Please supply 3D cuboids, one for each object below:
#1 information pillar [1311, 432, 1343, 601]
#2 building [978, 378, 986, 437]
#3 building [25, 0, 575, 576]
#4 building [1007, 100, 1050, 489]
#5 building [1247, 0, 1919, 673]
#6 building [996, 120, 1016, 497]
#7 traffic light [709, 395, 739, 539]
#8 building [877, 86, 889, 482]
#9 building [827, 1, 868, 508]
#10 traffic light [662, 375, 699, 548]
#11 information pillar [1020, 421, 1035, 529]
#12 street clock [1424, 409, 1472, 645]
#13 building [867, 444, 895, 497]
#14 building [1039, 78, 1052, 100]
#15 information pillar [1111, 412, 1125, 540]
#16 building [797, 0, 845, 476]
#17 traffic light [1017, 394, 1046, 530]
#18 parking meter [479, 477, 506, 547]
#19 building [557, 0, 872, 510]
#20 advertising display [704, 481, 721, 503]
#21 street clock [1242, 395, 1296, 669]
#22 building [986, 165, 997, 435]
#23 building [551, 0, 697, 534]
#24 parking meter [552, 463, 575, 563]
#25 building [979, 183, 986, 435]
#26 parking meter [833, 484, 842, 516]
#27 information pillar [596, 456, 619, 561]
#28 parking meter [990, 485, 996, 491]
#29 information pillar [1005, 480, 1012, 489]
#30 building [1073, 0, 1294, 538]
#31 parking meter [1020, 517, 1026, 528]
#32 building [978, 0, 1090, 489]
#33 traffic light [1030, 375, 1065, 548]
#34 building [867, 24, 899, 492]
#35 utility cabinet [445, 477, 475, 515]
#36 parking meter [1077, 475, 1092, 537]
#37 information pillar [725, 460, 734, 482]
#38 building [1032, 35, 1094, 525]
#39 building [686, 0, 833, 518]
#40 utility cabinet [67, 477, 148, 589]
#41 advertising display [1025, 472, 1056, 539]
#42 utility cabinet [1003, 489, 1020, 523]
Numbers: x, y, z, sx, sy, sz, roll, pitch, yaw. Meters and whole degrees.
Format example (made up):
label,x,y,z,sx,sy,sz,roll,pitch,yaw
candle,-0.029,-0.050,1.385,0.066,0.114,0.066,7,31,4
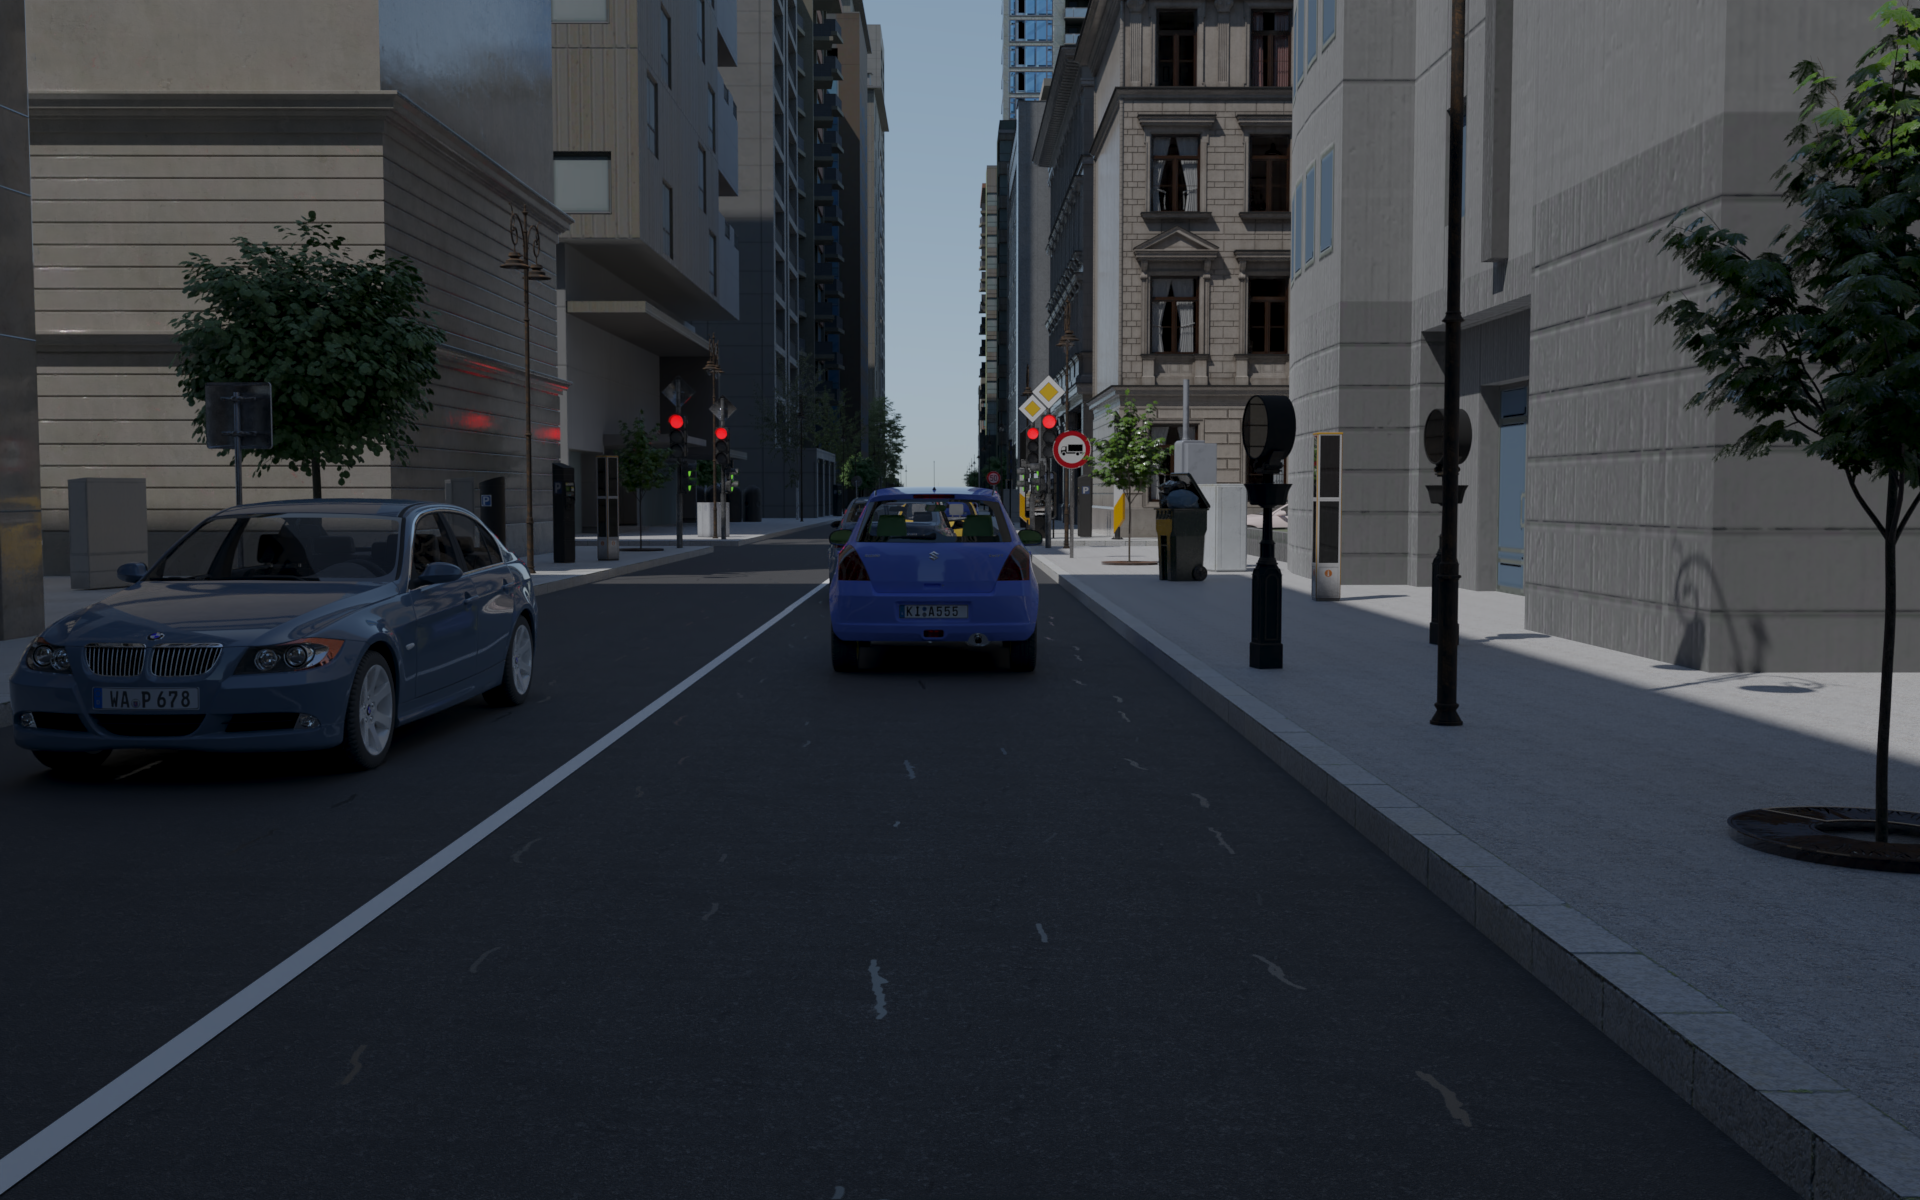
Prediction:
label,x,y,z,sx,sy,sz,roll,pitch,yaw
information pillar,4.403,-0.997,20.787,0.304,2.012,0.304,0,4,1
building,16.840,-25.953,269.374,27.650,21.520,28.899,0,4,0
building,-25.819,-13.085,33.032,34.723,24.649,14.460,0,4,0
building,9.431,-18.124,114.344,12.078,24.808,19.932,0,4,0
building,15.782,-29.522,24.676,21.231,58.520,28.212,0,4,0
building,9.847,-22.343,137.002,14.160,30.474,14.107,0,4,0
traffic light,-6.681,-3.673,48.967,0.839,4.253,0.868,0,4,0
building,-23.763,-38.672,221.527,28.713,52.752,27.495,0,4,0
building,-15.718,-31.154,159.476,14.600,45.320,14.200,0,4,0
traffic light,-6.635,-3.184,40.982,0.839,4.253,0.868,0,4,0
information pillar,2.151,-3.892,54.986,0.504,3.616,0.183,-1,4,-9
street clock,4.131,-0.621,14.720,0.358,2.002,0.471,-1,4,-9
building,-25.571,-33.989,247.595,32.217,40.220,23.993,0,4,0
building,19.204,-28.373,155.774,32.217,40.220,23.993,0,4,0
information pillar,4.472,-3.502,48.612,0.183,3.616,0.504,-2,4,-27
building,-20.756,-29.562,137.970,22.147,44.769,28.867,0,4,0
traffic light,2.030,-3.677,49.034,0.839,4.253,0.868,0,4,0
parking meter,-6.770,-1.020,25.082,0.372,1.533,0.369,0,3,0
building,-23.986,-36.158,180.415,28.713,52.752,27.495,0,4,0
advertising display,-12.594,-5.089,88.419,0.974,1.923,0.123,0,4,7
street clock,2.259,-0.499,12.723,0.358,2.002,0.471,-1,4,-14
building,10.218,-32.678,217.878,14.154,41.232,14.086,0,4,0
building,-22.721,-28.904,61.812,28.713,52.752,27.495,0,4,0
parking meter,-7.368,-1.622,32.233,0.399,1.863,0.255,3,4,38
building,13.738,-35.756,239.227,22.147,44.769,28.867,0,4,0
parking meter,-7.159,-5.796,100.472,0.399,1.863,0.255,1,4,16
information pillar,-6.780,-1.764,33.336,0.304,2.012,0.304,2,4,35
parking meter,1.890,-5.714,99.138,0.255,1.863,0.399,2,4,26
information pillar,2.482,-5.114,88.101,0.304,2.012,0.304,-1,4,-8
building,13.574,-11.642,54.971,19.286,19.102,10.561,0,4,0
parking meter,2.421,-3.683,65.924,0.255,1.863,0.399,0,4,-3
building,13.335,-53.156,181.772,22.319,86.520,31.000,0,4,0
traffic light,2.076,-3.188,41.049,0.839,4.253,0.868,0,4,0
building,-19.840,-50.843,269.529,20.563,71.187,20.611,0,4,0
utility cabinet,-6.651,-0.876,22.996,0.318,1.500,1.173,-1,4,-20
parking meter,3.727,-2.847,52.254,0.255,1.863,0.399,2,4,28
information pillar,-10.792,-5.463,80.678,0.504,3.616,0.183,1,4,13
building,8.814,-14.252,83.935,10.553,20.767,40.483,0,4,0
building,-17.862,-40.486,100.195,20.563,71.187,20.611,0,4,0
utility cabinet,-11.597,-0.912,23.585,0.318,1.500,1.173,1,4,12
advertising display,2.319,-2.736,49.945,0.974,1.923,0.123,2,4,31
utility cabinet,2.533,-4.177,76.979,1.173,1.500,0.318,1,4,20
